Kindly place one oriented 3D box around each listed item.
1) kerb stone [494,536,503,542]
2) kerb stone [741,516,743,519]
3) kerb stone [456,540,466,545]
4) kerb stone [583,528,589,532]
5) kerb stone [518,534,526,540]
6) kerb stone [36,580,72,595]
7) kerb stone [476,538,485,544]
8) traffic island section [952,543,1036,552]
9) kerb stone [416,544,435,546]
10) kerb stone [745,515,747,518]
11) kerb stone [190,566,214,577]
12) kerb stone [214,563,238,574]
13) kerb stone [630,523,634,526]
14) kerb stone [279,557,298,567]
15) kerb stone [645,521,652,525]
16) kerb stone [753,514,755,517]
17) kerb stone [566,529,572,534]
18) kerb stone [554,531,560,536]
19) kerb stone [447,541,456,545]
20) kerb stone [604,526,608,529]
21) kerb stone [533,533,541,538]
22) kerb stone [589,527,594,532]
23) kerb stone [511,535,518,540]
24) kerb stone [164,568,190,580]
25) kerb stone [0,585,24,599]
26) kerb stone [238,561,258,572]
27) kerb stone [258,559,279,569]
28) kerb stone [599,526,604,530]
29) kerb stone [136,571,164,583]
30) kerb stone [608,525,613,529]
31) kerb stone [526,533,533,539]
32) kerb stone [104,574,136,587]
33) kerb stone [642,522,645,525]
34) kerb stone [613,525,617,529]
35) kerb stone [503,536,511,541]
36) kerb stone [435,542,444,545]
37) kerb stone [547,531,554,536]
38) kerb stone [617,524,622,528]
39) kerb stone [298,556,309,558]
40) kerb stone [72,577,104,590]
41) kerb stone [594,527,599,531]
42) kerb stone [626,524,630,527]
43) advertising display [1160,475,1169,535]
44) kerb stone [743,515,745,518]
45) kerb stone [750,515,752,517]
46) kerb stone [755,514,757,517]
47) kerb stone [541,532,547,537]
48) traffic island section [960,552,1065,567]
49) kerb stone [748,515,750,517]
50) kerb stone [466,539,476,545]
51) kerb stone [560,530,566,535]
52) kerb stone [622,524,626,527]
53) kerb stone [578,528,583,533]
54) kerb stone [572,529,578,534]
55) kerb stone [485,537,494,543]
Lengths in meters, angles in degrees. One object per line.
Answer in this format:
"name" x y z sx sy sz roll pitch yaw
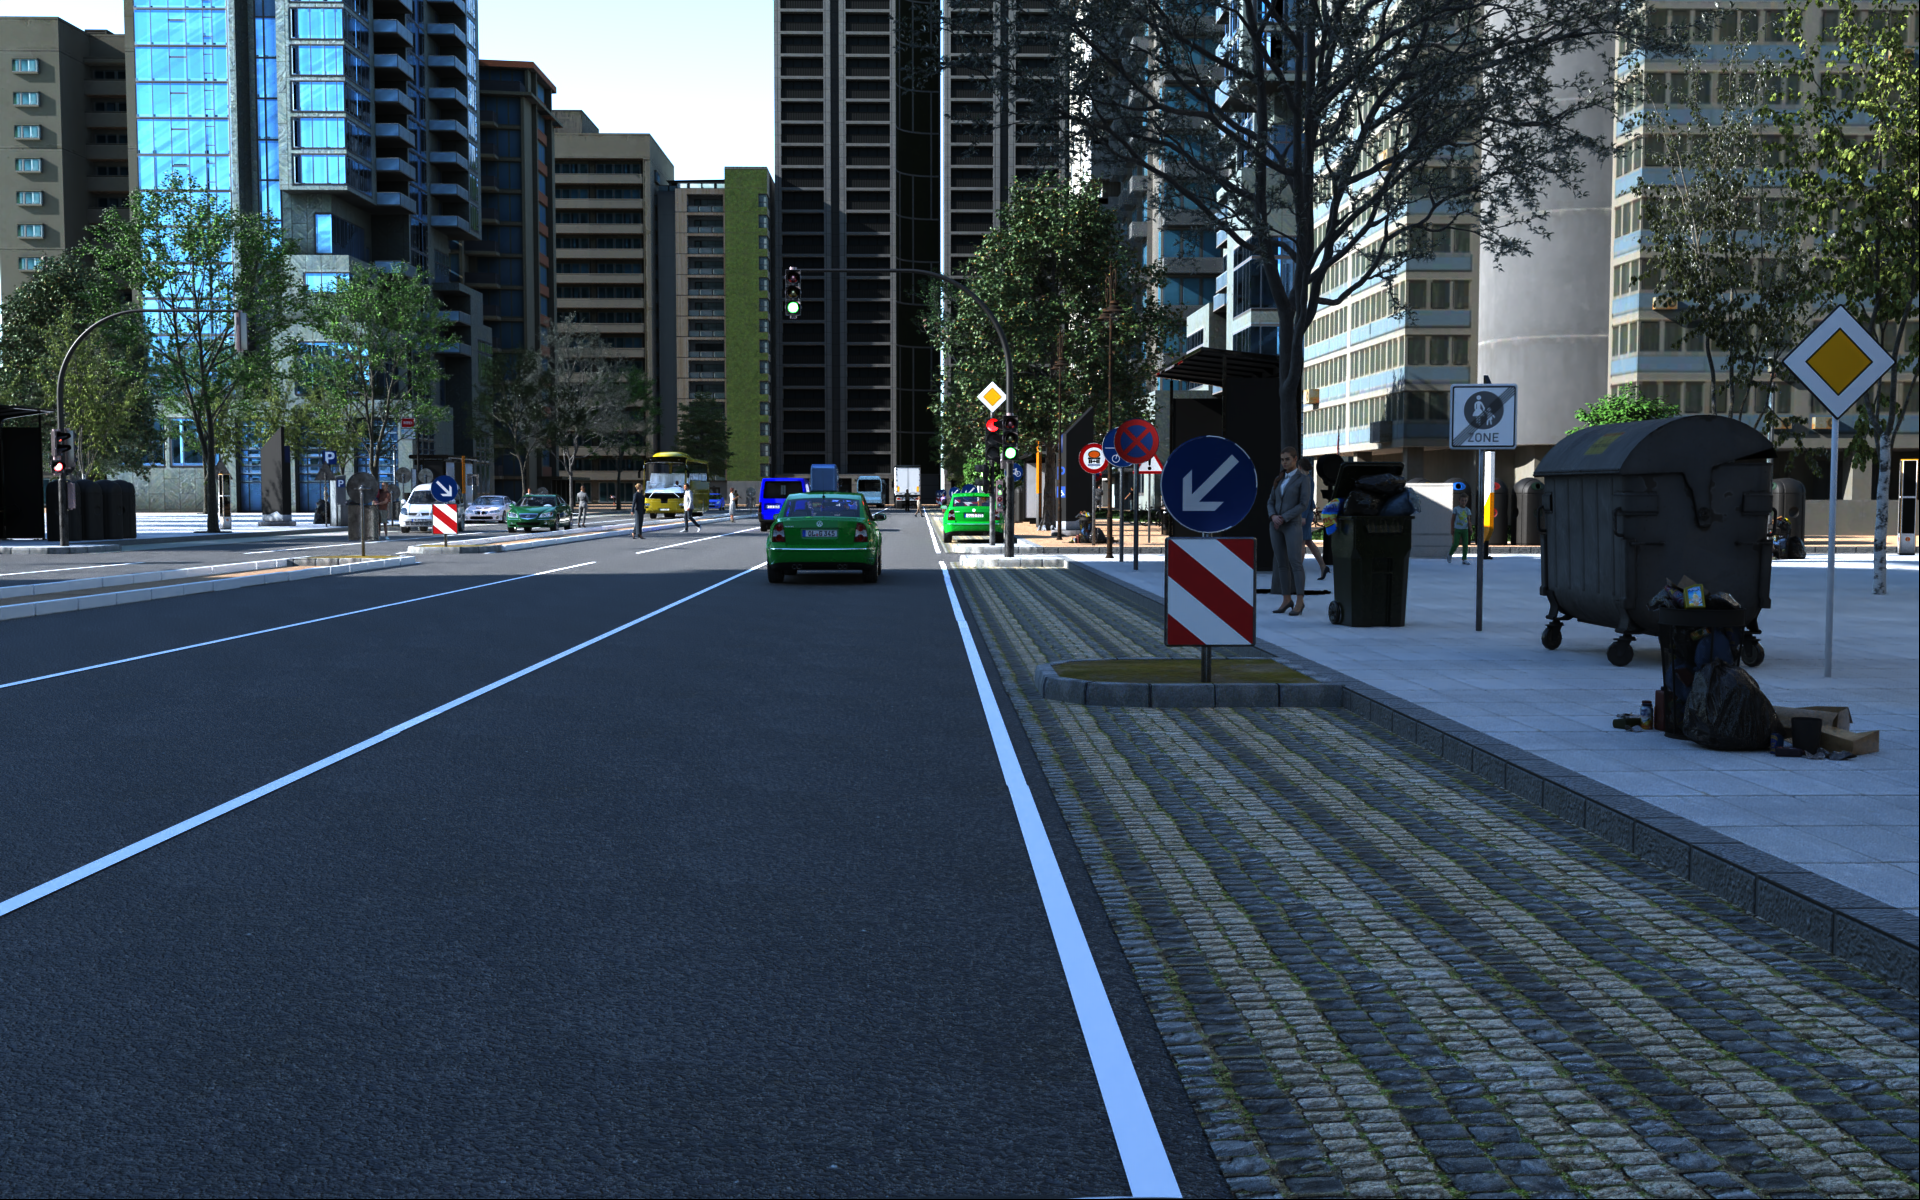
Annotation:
"kerb stone" -13.756 -1.770 51.135 0.120 0.150 1.000 0 4 -1
"kerb stone" -12.830 -4.783 100.392 0.120 0.150 1.000 0 4 -1
"kerb stone" -13.673 -1.520 47.040 0.120 0.150 1.000 0 4 -1
"kerb stone" -14.081 -2.587 64.491 0.120 0.150 1.000 0 4 -1
"kerb stone" -13.834 -1.959 54.229 0.120 0.150 1.000 0 4 -1
"kerb stone" -13.142 -0.166 24.968 0.120 0.150 1.000 0 4 -1
"kerb stone" -13.715 -1.645 49.084 0.120 0.150 1.000 0 4 -1
"traffic island section" 0.828 -1.283 43.257 2.009 0.180 2.903 0 4 -1
"kerb stone" -13.603 -1.331 43.964 0.120 0.150 1.000 0 4 -1
"kerb stone" -12.870 -4.908 102.439 0.120 0.150 1.000 0 4 -1
"kerb stone" -13.269 -0.484 30.102 0.120 0.150 1.000 0 4 -1
"kerb stone" -13.286 -0.546 31.124 0.120 0.150 1.000 0 4 -1
"kerb stone" -14.319 -3.213 74.735 0.120 0.150 1.000 0 4 -1
"kerb stone" -13.362 -0.734 34.202 0.120 0.150 1.000 0 4 -1
"kerb stone" -14.441 -3.527 79.856 0.120 0.150 1.000 0 4 -1
"kerb stone" -12.998 -5.218 107.570 0.120 0.150 1.000 0 4 -1
"kerb stone" -14.002 -2.399 61.411 0.120 0.150 1.000 0 4 -1
"kerb stone" -13.954 -2.272 59.367 0.120 0.150 1.000 0 4 -1
"kerb stone" -13.643 -1.455 46.010 0.120 0.150 1.000 0 4 -1
"kerb stone" -14.172 -2.834 68.591 0.120 0.150 1.000 0 4 -1
"kerb stone" -13.882 -2.085 56.278 0.120 0.150 1.000 0 4 -1
"kerb stone" -14.102 -2.644 65.513 0.120 0.150 1.000 0 4 -1
"kerb stone" -13.820 -1.893 53.201 0.120 0.150 1.000 0 4 -1
"kerb stone" -13.242 -0.419 29.080 0.120 0.150 1.000 0 4 -1
"kerb stone" -13.131 -0.107 23.946 0.120 0.150 1.000 0 4 -1
"kerb stone" -13.321 -0.609 32.145 0.120 0.150 1.000 0 4 -1
"kerb stone" -13.341 -0.671 33.174 0.120 0.150 1.000 0 4 -1
"kerb stone" -14.156 -2.775 67.564 0.120 0.150 1.000 0 4 -1
"kerb stone" -13.218 -0.358 28.053 0.120 0.150 1.000 0 4 -1
"kerb stone" -14.199 -2.900 69.617 0.120 0.150 1.000 0 4 -1
"kerb stone" -13.864 -2.022 55.256 0.120 0.150 1.000 0 4 -1
"kerb stone" -13.188 -0.295 27.019 0.120 0.150 1.000 0 4 -1
"kerb stone" -14.402 -3.399 77.808 0.120 0.150 1.000 0 4 -1
"kerb stone" -14.227 -2.962 70.639 0.120 0.150 1.000 0 4 -1
"kerb stone" -13.793 -1.833 52.162 0.120 0.150 1.000 0 4 -1
"kerb stone" -13.626 -1.388 44.988 0.120 0.150 1.000 0 4 -1
"kerb stone" -13.928 -2.210 58.330 0.120 0.150 1.000 0 4 -1
"kerb stone" -14.251 -3.018 71.669 0.120 0.150 1.000 0 4 -1
"kerb stone" -13.383 -0.795 35.228 0.120 0.150 1.000 0 4 -1
"kerb stone" -13.174 -0.232 25.989 0.120 0.150 1.000 0 4 -1
"kerb stone" -14.131 -2.710 66.538 0.120 0.150 1.000 0 4 -1
"kerb stone" -14.294 -3.151 73.713 0.120 0.150 1.000 0 4 -1
"advertising display" 6.488 -3.009 54.416 0.123 1.923 0.974 -1 4 -10
"kerb stone" -12.849 -4.845 101.417 0.120 0.150 1.000 0 4 -1
"kerb stone" -12.950 -5.096 105.521 0.120 0.150 1.000 0 4 -1
"kerb stone" -13.013 -5.284 108.592 0.120 0.150 1.000 0 4 -1
"kerb stone" -13.908 -2.148 57.308 0.120 0.150 1.000 0 4 -1
"traffic island section" 1.016 -0.795 35.274 2.009 0.180 2.903 0 4 -1
"kerb stone" -12.929 -5.034 104.498 0.120 0.150 1.000 0 4 -1
"kerb stone" -13.683 -1.582 48.062 0.120 0.150 1.000 0 4 -1
"kerb stone" -13.987 -2.336 60.389 0.120 0.150 1.000 0 4 -1
"kerb stone" -14.272 -3.088 72.691 0.120 0.150 1.000 0 4 -1
"kerb stone" -14.050 -2.524 63.464 0.120 0.150 1.000 0 4 -1
"kerb stone" -14.033 -2.461 62.435 0.120 0.150 1.000 0 4 -1
"kerb stone" -13.744 -1.707 50.112 0.120 0.150 1.000 0 4 -1
